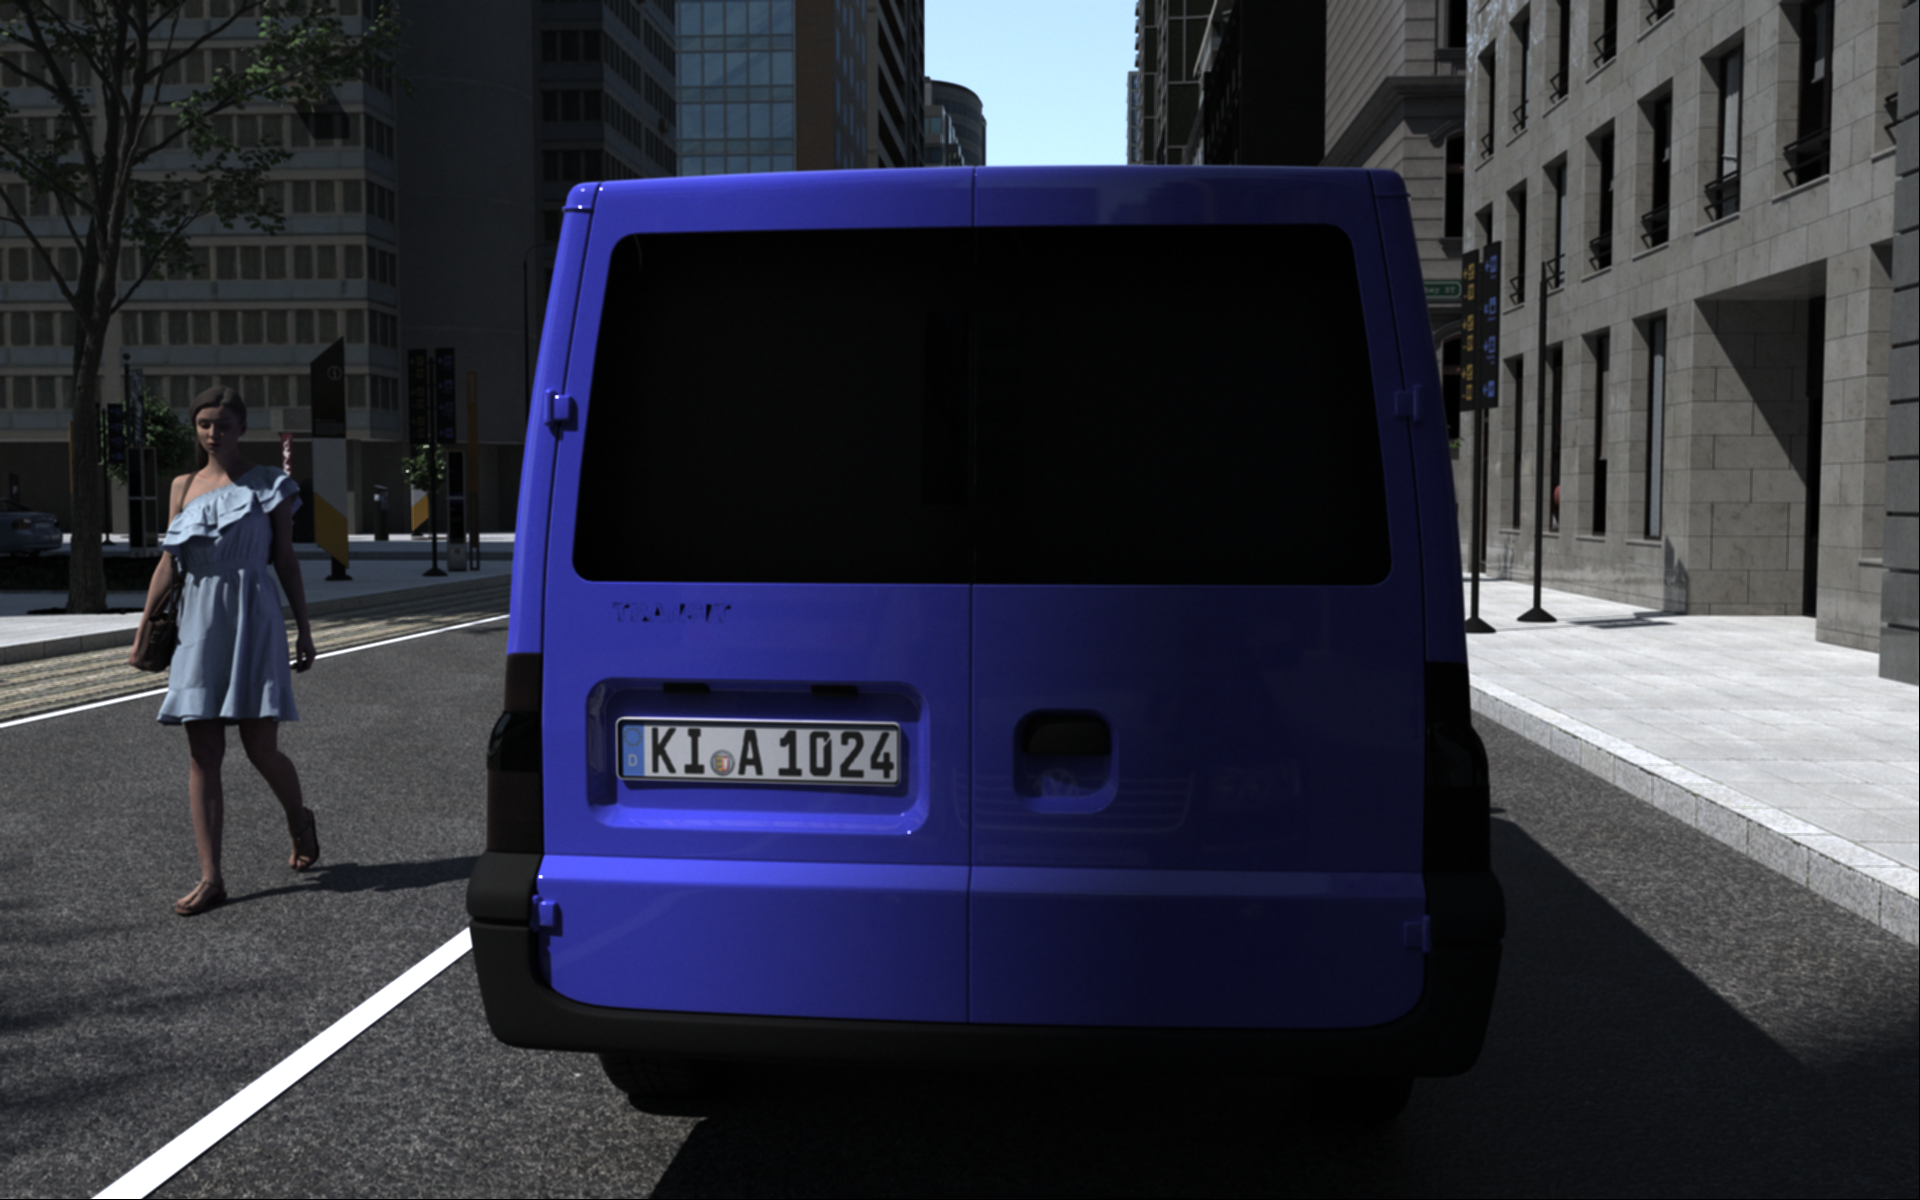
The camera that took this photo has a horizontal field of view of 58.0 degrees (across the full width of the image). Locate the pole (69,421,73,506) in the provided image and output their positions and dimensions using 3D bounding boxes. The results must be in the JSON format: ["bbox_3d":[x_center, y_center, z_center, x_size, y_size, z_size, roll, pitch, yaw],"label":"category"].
[{"bbox_3d":[-24.705,-3.330,48.297,0.158,3.312,0.155,0,3,0],"label":"pole"}]

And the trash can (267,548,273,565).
[{"bbox_3d":[-12.798,-1.220,31.597,0.748,1.137,0.748,0,3,0],"label":"trash can"}]

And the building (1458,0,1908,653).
[{"bbox_3d":[12.992,-10.090,19.729,10.420,20.320,16.860,0,4,4],"label":"building"}]

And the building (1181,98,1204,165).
[{"bbox_3d":[15.872,-14.224,81.711,9.793,20.994,18.267,0,4,4],"label":"building"}]

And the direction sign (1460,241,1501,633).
[{"bbox_3d":[4.787,-1.469,16.009,0.379,3.537,0.876,0,4,-4],"label":"direction sign"}]

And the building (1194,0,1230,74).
[{"bbox_3d":[30.607,-26.767,129.515,32.217,40.220,23.993,0,4,4],"label":"building"}]

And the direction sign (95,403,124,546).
[{"bbox_3d":[-21.321,-3.133,43.220,0.876,3.537,0.379,-3,5,-43],"label":"direction sign"}]

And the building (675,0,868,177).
[{"bbox_3d":[-12.598,-27.014,91.790,14.600,45.320,14.200,0,4,4],"label":"building"}]

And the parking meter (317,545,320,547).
[{"bbox_3d":[-15.300,-2.038,41.730,0.372,1.533,0.369,0,3,0],"label":"parking meter"}]

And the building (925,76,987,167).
[{"bbox_3d":[-7.451,-43.049,245.841,21.231,58.520,28.212,0,4,4],"label":"building"}]

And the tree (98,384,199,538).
[{"bbox_3d":[-24.237,-4.135,51.317,4.285,4.588,4.351,0,3,0],"label":"tree"}]

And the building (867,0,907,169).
[{"bbox_3d":[-15.445,-30.697,125.599,21.300,48.544,21.600,0,4,4],"label":"building"}]

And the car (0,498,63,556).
[{"bbox_3d":[-21.181,-1.476,36.129,4.499,1.417,2.014,0,4,4],"label":"car"}]

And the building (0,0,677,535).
[{"bbox_3d":[-24.063,-22.805,64.743,32.217,40.220,23.993,0,4,4],"label":"building"}]

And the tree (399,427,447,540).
[{"bbox_3d":[-15.049,-3.319,48.870,1.663,3.219,1.824,0,3,0],"label":"tree"}]

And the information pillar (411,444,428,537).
[{"bbox_3d":[-16.356,-3.731,52.359,0.504,3.616,0.183,-2,4,-30],"label":"information pillar"}]

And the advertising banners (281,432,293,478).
[{"bbox_3d":[-19.728,-3.266,49.594,2.074,3.025,0.090,2,4,33],"label":"advertising banners"}]

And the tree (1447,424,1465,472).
[{"bbox_3d":[6.402,-1.855,24.925,1.663,3.219,1.824,0,3,0],"label":"tree"}]

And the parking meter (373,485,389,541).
[{"bbox_3d":[-15.870,-2.389,47.478,0.372,1.533,0.369,0,3,0],"label":"parking meter"}]

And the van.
[{"bbox_3d":[0.263,-0.080,5.697,2.240,2.365,5.245,0,4,5],"label":"van"}]

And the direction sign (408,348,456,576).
[{"bbox_3d":[-8.224,-2.143,27.028,0.876,3.537,0.379,1,4,23],"label":"direction sign"}]

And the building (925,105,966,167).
[{"bbox_3d":[-10.715,-36.471,215.902,23.786,49.044,30.456,0,4,4],"label":"building"}]

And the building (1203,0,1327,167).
[{"bbox_3d":[15.666,-14.292,63.345,12.332,23.373,15.834,0,4,4],"label":"building"}]

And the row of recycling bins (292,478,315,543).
[{"bbox_3d":[-18.276,-2.392,46.228,3.534,1.692,1.069,2,4,30],"label":"row of recycling bins"}]

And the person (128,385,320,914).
[{"bbox_3d":[-2.628,0.146,6.200,0.616,1.811,0.778,0,4,7],"label":"person"}]

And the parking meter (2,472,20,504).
[{"bbox_3d":[-25.539,-2.504,46.647,0.255,1.863,0.399,1,4,8],"label":"parking meter"}]

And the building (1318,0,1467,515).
[{"bbox_3d":[21.616,-15.760,45.064,23.554,28.519,14.401,0,4,4],"label":"building"}]

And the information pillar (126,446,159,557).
[{"bbox_3d":[-12.674,-1.368,26.865,0.304,2.012,0.304,1,4,17],"label":"information pillar"}]

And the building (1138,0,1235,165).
[{"bbox_3d":[30.458,-47.519,215.179,20.563,71.187,20.611,0,4,4],"label":"building"}]

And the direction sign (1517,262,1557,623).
[{"bbox_3d":[5.820,-1.552,17.369,0.379,3.537,0.876,1,4,19],"label":"direction sign"}]

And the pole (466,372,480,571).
[{"bbox_3d":[-8.170,-2.153,29.049,0.158,3.312,0.155,0,3,0],"label":"pole"}]

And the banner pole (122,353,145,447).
[{"bbox_3d":[-14.588,-2.484,30.634,0.863,3.779,0.401,3,5,41],"label":"banner pole"}]

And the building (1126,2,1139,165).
[{"bbox_3d":[33.417,-57.638,255.046,22.319,86.520,31.000,0,4,4],"label":"building"}]

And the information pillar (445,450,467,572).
[{"bbox_3d":[-8.367,-1.484,28.752,0.304,2.012,0.304,-1,4,-20],"label":"information pillar"}]

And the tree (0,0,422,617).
[{"bbox_3d":[-9.242,-5.664,18.357,9.928,11.665,9.643,0,3,0],"label":"tree"}]

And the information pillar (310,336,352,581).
[{"bbox_3d":[-9.312,-2.096,25.621,0.504,3.616,0.183,-3,4,-38],"label":"information pillar"}]

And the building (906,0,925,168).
[{"bbox_3d":[-11.741,-44.546,166.578,20.563,71.187,20.611,0,4,4],"label":"building"}]

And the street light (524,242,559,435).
[{"bbox_3d":[-7.334,-3.605,31.476,1.470,5.913,1.316,0,4,4],"label":"street light"}]
